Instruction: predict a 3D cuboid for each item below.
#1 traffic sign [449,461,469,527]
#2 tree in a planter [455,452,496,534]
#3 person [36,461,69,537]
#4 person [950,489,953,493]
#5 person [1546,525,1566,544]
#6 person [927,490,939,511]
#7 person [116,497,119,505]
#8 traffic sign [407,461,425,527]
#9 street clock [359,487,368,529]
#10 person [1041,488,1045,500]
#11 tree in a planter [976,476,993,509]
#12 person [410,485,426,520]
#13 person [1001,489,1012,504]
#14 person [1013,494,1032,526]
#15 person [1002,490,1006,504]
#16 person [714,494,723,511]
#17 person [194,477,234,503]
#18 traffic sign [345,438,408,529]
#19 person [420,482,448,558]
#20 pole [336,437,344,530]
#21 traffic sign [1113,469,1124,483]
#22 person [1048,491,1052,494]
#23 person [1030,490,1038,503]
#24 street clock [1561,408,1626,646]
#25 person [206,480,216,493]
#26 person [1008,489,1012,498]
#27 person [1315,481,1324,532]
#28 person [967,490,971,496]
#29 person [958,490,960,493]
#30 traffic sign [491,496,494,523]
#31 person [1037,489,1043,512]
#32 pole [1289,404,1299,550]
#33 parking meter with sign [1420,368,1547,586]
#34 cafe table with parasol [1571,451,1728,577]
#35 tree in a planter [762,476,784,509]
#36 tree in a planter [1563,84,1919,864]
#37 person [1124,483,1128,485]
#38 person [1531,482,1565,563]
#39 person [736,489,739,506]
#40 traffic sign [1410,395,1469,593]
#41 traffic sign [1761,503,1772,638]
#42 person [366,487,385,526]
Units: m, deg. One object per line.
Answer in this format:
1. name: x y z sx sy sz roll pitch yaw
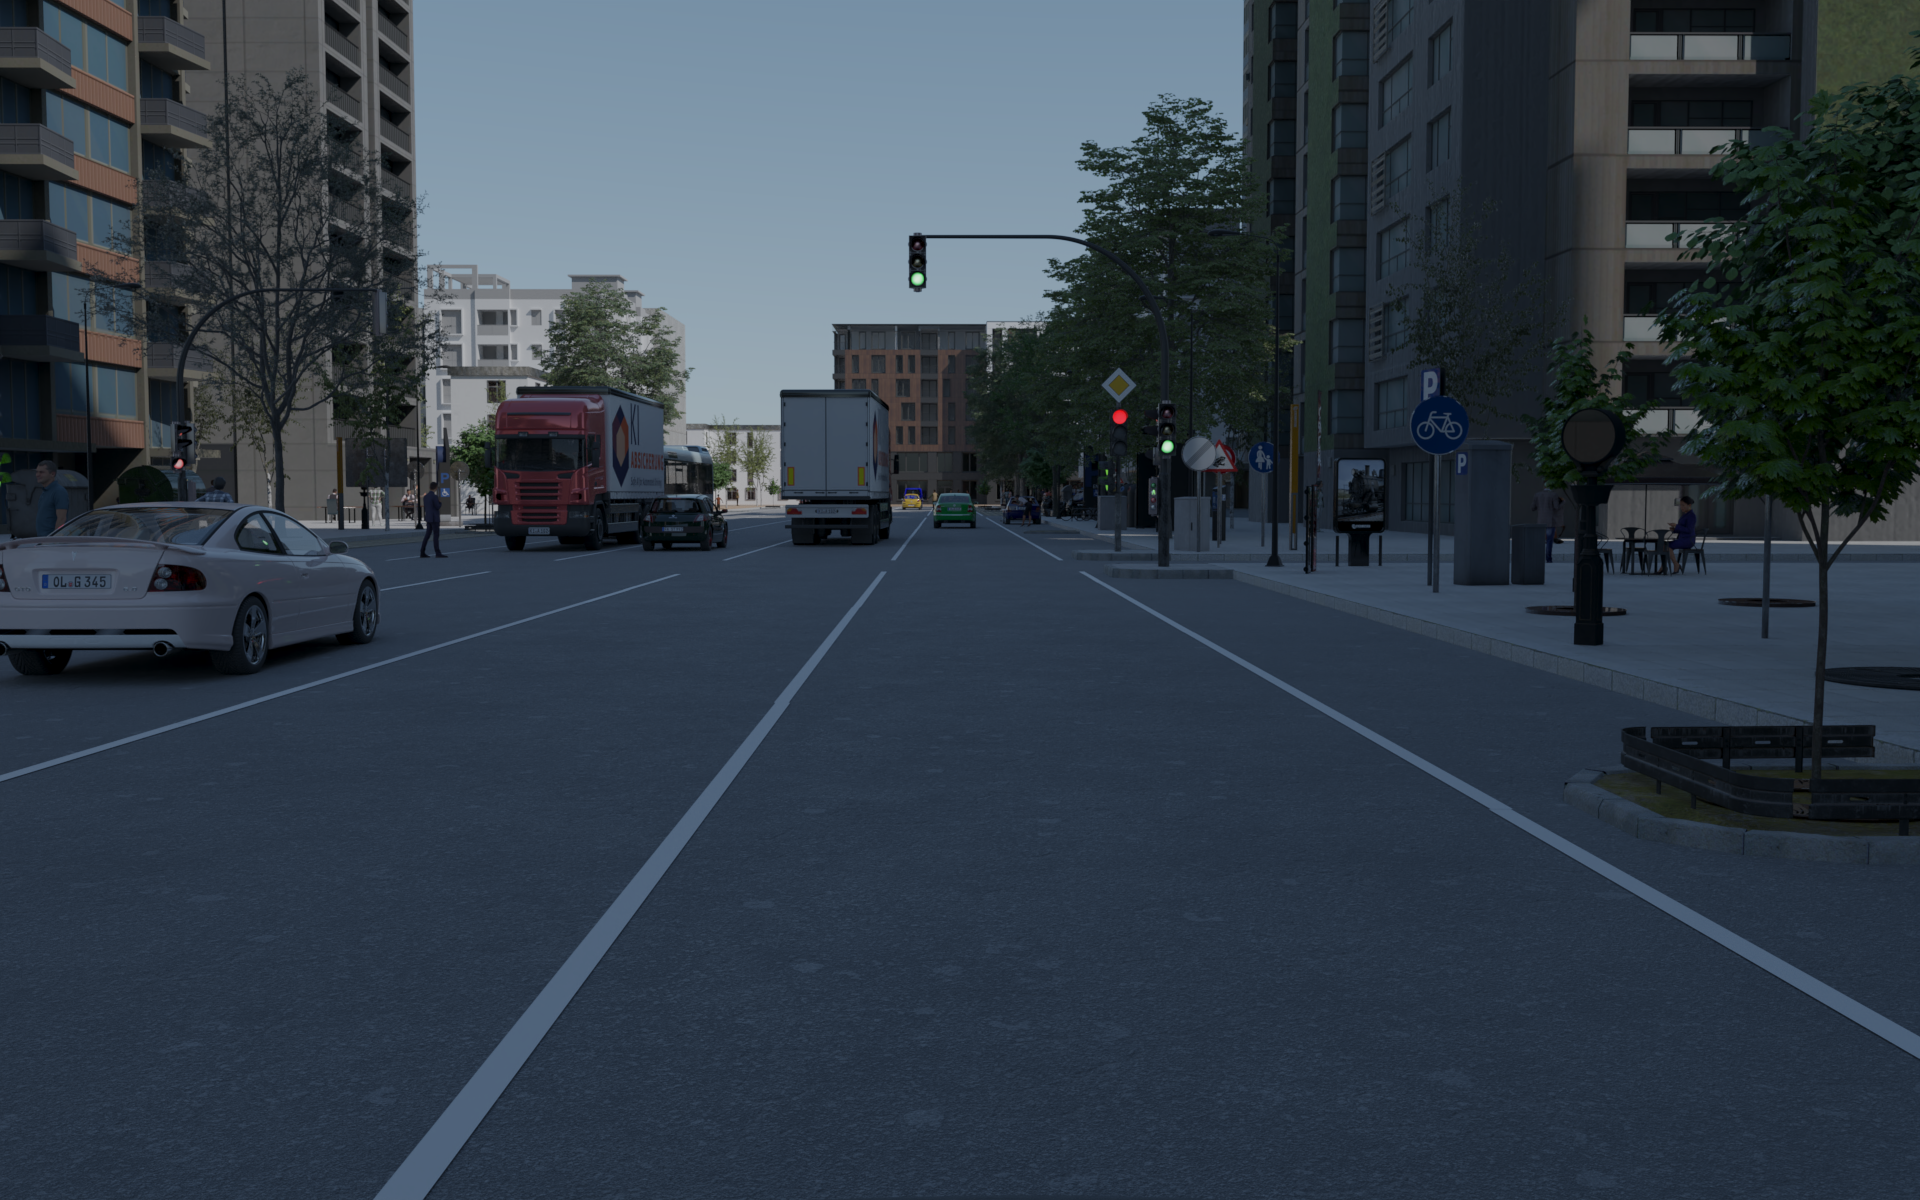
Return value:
1. traffic sign: -19.278 -4.073 66.707 0.768 2.556 0.104 0 3 0
2. tree in a planter: -17.139 -4.023 63.005 1.991 3.239 1.994 0 4 -1
3. person: -10.280 -0.666 19.520 0.434 1.807 0.598 -2 4 -33
4. person: -0.685 -7.880 137.354 1.348 1.823 0.705 -1 4 -17
5. person: 15.289 -1.851 44.585 0.859 0.850 0.655 0 4 6
6. person: -2.188 -8.500 147.573 1.348 1.812 0.705 -2 4 -33
7. person: -26.543 -2.851 54.927 0.388 1.546 0.482 -2 4 -32
8. traffic sign: -21.090 -4.093 67.032 0.768 2.556 0.104 0 4 7
9. street clock: -21.761 -3.591 63.282 0.471 2.002 0.358 2 4 29
10. person: 7.080 -8.782 150.074 0.683 1.767 0.568 -1 4 -11
11. tree in a planter: 2.384 -10.402 167.293 1.991 3.239 1.994 0 4 -1
12. person: -26.454 -4.764 84.465 0.617 1.759 0.750 3 4 36
13. person: 4.647 -10.102 171.285 1.350 1.814 0.705 2 4 35
14. person: 2.783 -3.968 76.573 0.799 1.438 0.628 -1 4 -13
15. person: 4.750 -10.934 185.345 0.750 1.759 0.617 1 4 8
16. person: -18.420 -7.349 131.921 0.557 1.426 1.065 3 5 42
17. person: -12.929 -1.284 30.216 0.841 1.734 0.376 1 4 21
18. traffic sign: -21.183 -4.221 62.879 2.265 3.308 0.079 0 4 1
19. person: -11.835 -1.803 38.897 0.530 1.710 0.541 -3 4 -38
20. pole: -22.191 -4.170 62.015 0.158 3.312 0.155 0 3 0
21. traffic sign: 7.520 -5.158 84.339 0.884 2.594 0.081 0 4 6
22. person: 7.436 -8.293 143.095 0.415 1.643 0.593 -3 5 -41
23. person: 6.306 -8.382 142.713 1.348 1.869 0.705 0 4 -4
24. street clock: 5.355 -0.619 14.695 0.471 2.002 0.358 3 5 41
25. person: -22.944 -2.846 53.397 0.655 1.722 0.431 3 4 38
26. person: 4.712 -9.709 165.497 0.721 1.736 1.217 0 4 -3
27. person: 12.013 -3.148 58.240 0.376 1.734 0.841 3 5 45
28. person: 0.695 -9.067 156.679 0.705 1.831 1.348 2 4 28
29. person: -0.098 -8.792 152.265 0.705 1.821 1.348 1 4 13
30. traffic sign: -20.728 -4.688 76.762 0.768 2.556 0.104 1 4 9
31. person: 5.616 -7.064 121.668 0.705 1.807 1.348 -1 4 -23
32. pole: 7.604 -2.789 39.441 0.158 3.312 0.155 0 3 0
33. parking meter with sign: 7.386 -1.719 24.372 1.738 3.016 0.543 -1 4 -13
34. cafe table with parasol: 10.925 -1.390 27.594 2.610 1.966 2.610 -2 4 -28
35. tree in a planter: -18.082 -10.418 167.550 1.991 3.239 1.994 0 4 -1
36. tree in a planter: 3.808 -0.635 7.598 1.991 3.239 1.994 0 4 -1
37. person: 6.748 -3.887 70.293 0.576 1.737 0.504 0 4 -4
38. person: 11.312 -1.465 33.267 0.431 1.722 0.655 -2 4 -30
39. person: -23.998 -11.066 187.069 0.705 1.812 1.348 -1 4 -10
40. traffic sign: 6.196 -1.368 22.474 0.768 2.556 0.104 0 4 0
41. traffic sign: 7.156 -0.807 15.329 0.606 2.300 0.079 1 4 9
42. person: -23.407 -3.832 69.412 0.841 1.734 0.376 0 4 -8
